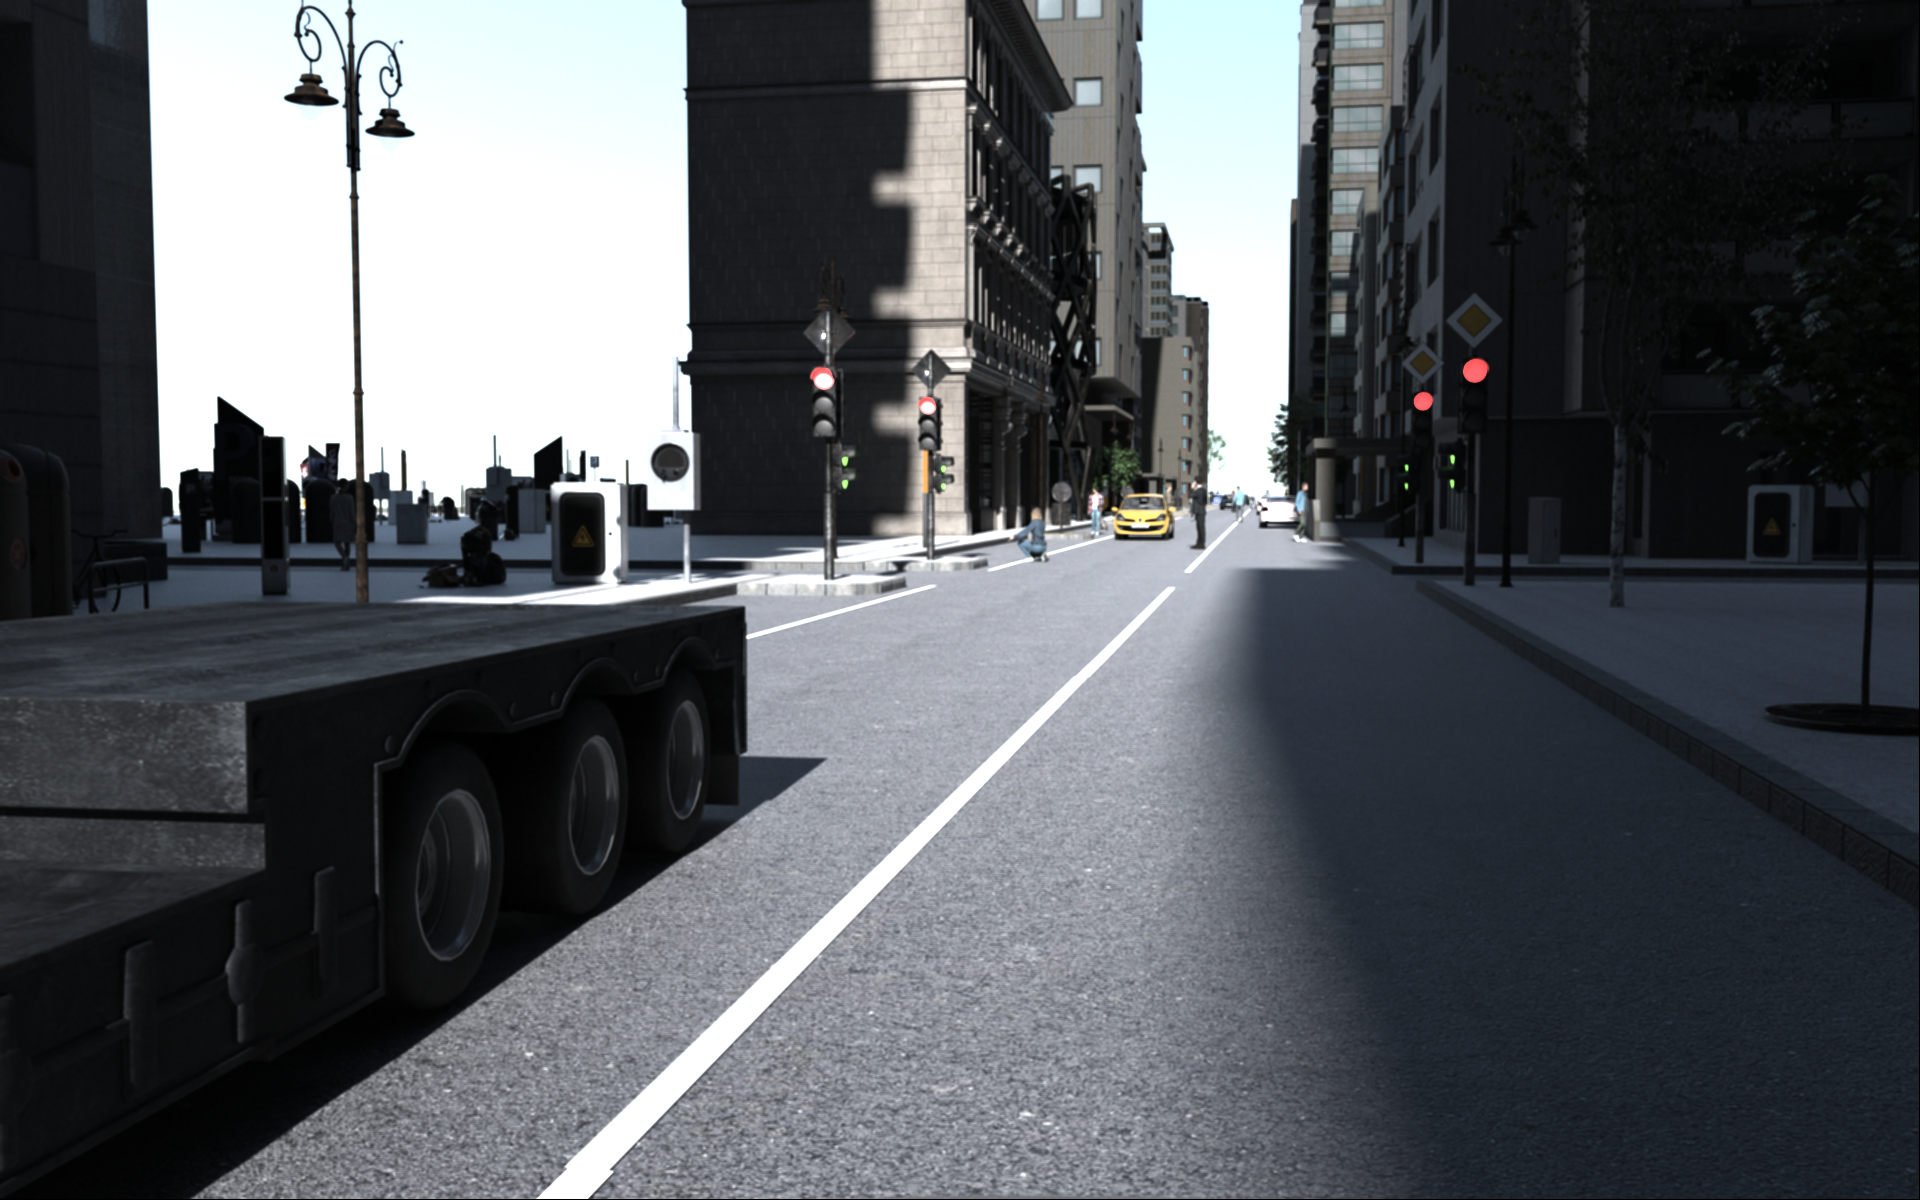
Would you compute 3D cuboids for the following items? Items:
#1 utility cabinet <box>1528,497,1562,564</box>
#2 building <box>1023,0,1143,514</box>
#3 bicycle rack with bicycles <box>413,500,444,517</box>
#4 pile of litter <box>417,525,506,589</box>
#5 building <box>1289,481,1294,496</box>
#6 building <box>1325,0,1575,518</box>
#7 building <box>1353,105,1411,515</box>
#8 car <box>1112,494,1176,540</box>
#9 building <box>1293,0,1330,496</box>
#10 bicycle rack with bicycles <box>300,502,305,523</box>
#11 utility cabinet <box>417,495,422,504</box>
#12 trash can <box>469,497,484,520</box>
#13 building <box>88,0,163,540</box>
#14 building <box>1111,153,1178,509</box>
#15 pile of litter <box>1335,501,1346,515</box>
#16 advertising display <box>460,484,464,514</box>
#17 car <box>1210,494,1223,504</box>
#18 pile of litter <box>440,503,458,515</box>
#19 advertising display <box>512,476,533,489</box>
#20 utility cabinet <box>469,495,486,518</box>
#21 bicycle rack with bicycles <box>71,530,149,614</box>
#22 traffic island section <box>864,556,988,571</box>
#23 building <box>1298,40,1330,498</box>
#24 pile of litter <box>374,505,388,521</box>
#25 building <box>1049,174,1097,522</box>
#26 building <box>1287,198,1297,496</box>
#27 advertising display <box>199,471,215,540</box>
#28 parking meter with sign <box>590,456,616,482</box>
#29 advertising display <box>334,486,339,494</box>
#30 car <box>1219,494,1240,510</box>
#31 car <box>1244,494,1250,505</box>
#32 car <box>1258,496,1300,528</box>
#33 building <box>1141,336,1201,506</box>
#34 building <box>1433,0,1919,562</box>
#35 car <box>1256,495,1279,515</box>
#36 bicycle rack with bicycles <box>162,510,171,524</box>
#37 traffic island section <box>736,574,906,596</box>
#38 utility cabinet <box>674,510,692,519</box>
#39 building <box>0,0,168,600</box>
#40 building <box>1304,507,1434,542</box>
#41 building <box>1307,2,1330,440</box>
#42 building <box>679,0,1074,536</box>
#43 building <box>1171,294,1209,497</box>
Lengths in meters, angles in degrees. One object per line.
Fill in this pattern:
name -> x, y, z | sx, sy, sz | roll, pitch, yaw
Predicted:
utility cabinet -> 10.811, -1.275, 32.001 | 0.306, 1.237, 1.020 | 3, 4, 36
building -> -1.222, -32.668, 123.355 | 28.713, 52.752, 27.495 | 1, 4, 10
bicycle rack with bicycles -> -30.561, -5.292, 99.900 | 2.852, 0.926, 2.925 | 1, 4, 20
pile of litter -> -7.031, -0.632, 24.295 | 1.176, 0.858, 1.719 | 2, 4, 24
building -> 60.969, -33.097, 233.011 | 32.217, 40.220, 23.993 | 1, 4, 10
building -> 31.051, -26.251, 112.791 | 14.154, 41.232, 14.086 | 1, 4, 10
building -> 35.251, -14.935, 89.230 | 27.650, 21.520, 28.899 | 1, 4, 10
car -> 5.889, -2.750, 55.184 | 2.015, 1.641, 3.980 | 1, 4, 10
building -> 51.011, -40.719, 207.746 | 21.231, 58.520, 28.212 | 1, 4, 10
bicycle rack with bicycles -> -29.906, -3.839, 76.145 | 2.852, 0.926, 2.925 | 0, 4, 1
utility cabinet -> -32.032, -5.605, 102.808 | 0.306, 1.237, 1.020 | -1, 4, -12
trash can -> -23.684, -4.475, 84.823 | 0.748, 1.137, 0.748 | 0, 3, 0
building -> -34.049, -13.914, 45.508 | 19.932, 24.808, 12.078 | 1, 4, 10
building -> 5.480, -29.448, 173.358 | 32.217, 40.220, 23.993 | 1, 4, 10
pile of litter -> 22.894, -5.605, 105.604 | 1.176, 0.858, 1.719 | 0, 4, 6
advertising display -> -32.291, -6.546, 112.246 | 0.123, 1.923, 0.974 | -1, 4, -22
car -> 34.045, -13.434, 229.236 | 1.945, 1.707, 3.694 | 1, 4, 12
pile of litter -> -32.045, -5.771, 108.322 | 1.176, 0.858, 1.719 | 1, 4, 20
advertising display -> -15.723, -3.474, 62.011 | 0.123, 1.923, 0.974 | 3, 5, 40
utility cabinet -> -26.114, -5.061, 93.907 | 1.020, 1.237, 0.306 | 1, 4, 23
bicycle rack with bicycles -> -9.465, -0.232, 17.174 | 2.852, 0.926, 2.925 | -1, 4, -8
traffic island section -> -0.592, -0.705, 33.806 | 2.009, 0.180, 2.903 | 1, 4, 10
building -> 43.613, -51.912, 161.425 | 22.319, 86.520, 31.000 | 1, 4, 10
pile of litter -> -28.156, -4.269, 83.757 | 1.176, 0.858, 1.719 | 1, 4, 9
building -> -2.024, -13.186, 83.037 | 16.820, 18.784, 16.811 | 1, 4, 10
building -> 55.197, -36.913, 253.641 | 14.600, 45.320, 14.200 | 1, 4, 10
advertising display -> -21.075, -2.616, 47.978 | 0.123, 1.923, 0.974 | 2, 4, 24
parking meter with sign -> -16.148, -5.097, 79.591 | 0.543, 3.016, 1.738 | 3, 4, 36
advertising display -> -29.034, -4.597, 80.371 | 0.123, 1.923, 0.974 | 0, 4, -2
car -> 24.828, -9.135, 159.146 | 2.009, 1.686, 4.222 | 1, 4, 12
car -> 36.131, -12.930, 221.184 | 2.009, 1.686, 4.222 | 1, 4, 11
car -> 13.803, -3.781, 74.188 | 2.083, 1.381, 4.827 | 1, 4, 11
building -> 14.208, -22.141, 207.037 | 27.650, 21.520, 28.899 | 1, 4, 10
building -> 17.532, -21.673, 37.941 | 14.086, 41.232, 14.154 | 1, 4, 10
car -> 21.435, -6.546, 119.381 | 2.083, 1.381, 4.827 | 1, 4, 12
bicycle rack with bicycles -> -33.230, -3.396, 68.904 | 2.925, 0.926, 2.852 | -1, 4, -10
traffic island section -> -1.977, -0.224, 25.942 | 2.009, 0.180, 2.903 | 1, 4, 10
utility cabinet -> -13.871, -4.826, 87.587 | 1.173, 1.500, 0.318 | -1, 4, -21
building -> -25.176, -29.097, 17.731 | 28.212, 58.520, 21.231 | 1, 4, 10
building -> 27.747, -22.213, 55.067 | 32.217, 40.220, 23.993 | 1, 4, 10
building -> 38.309, -29.269, 133.174 | 22.147, 44.769, 28.867 | 1, 4, 10
building -> -3.917, -12.438, 54.275 | 10.553, 20.767, 40.483 | 1, 4, 10
building -> 28.685, -29.295, 250.665 | 14.160, 30.474, 14.107 | 1, 4, 10
